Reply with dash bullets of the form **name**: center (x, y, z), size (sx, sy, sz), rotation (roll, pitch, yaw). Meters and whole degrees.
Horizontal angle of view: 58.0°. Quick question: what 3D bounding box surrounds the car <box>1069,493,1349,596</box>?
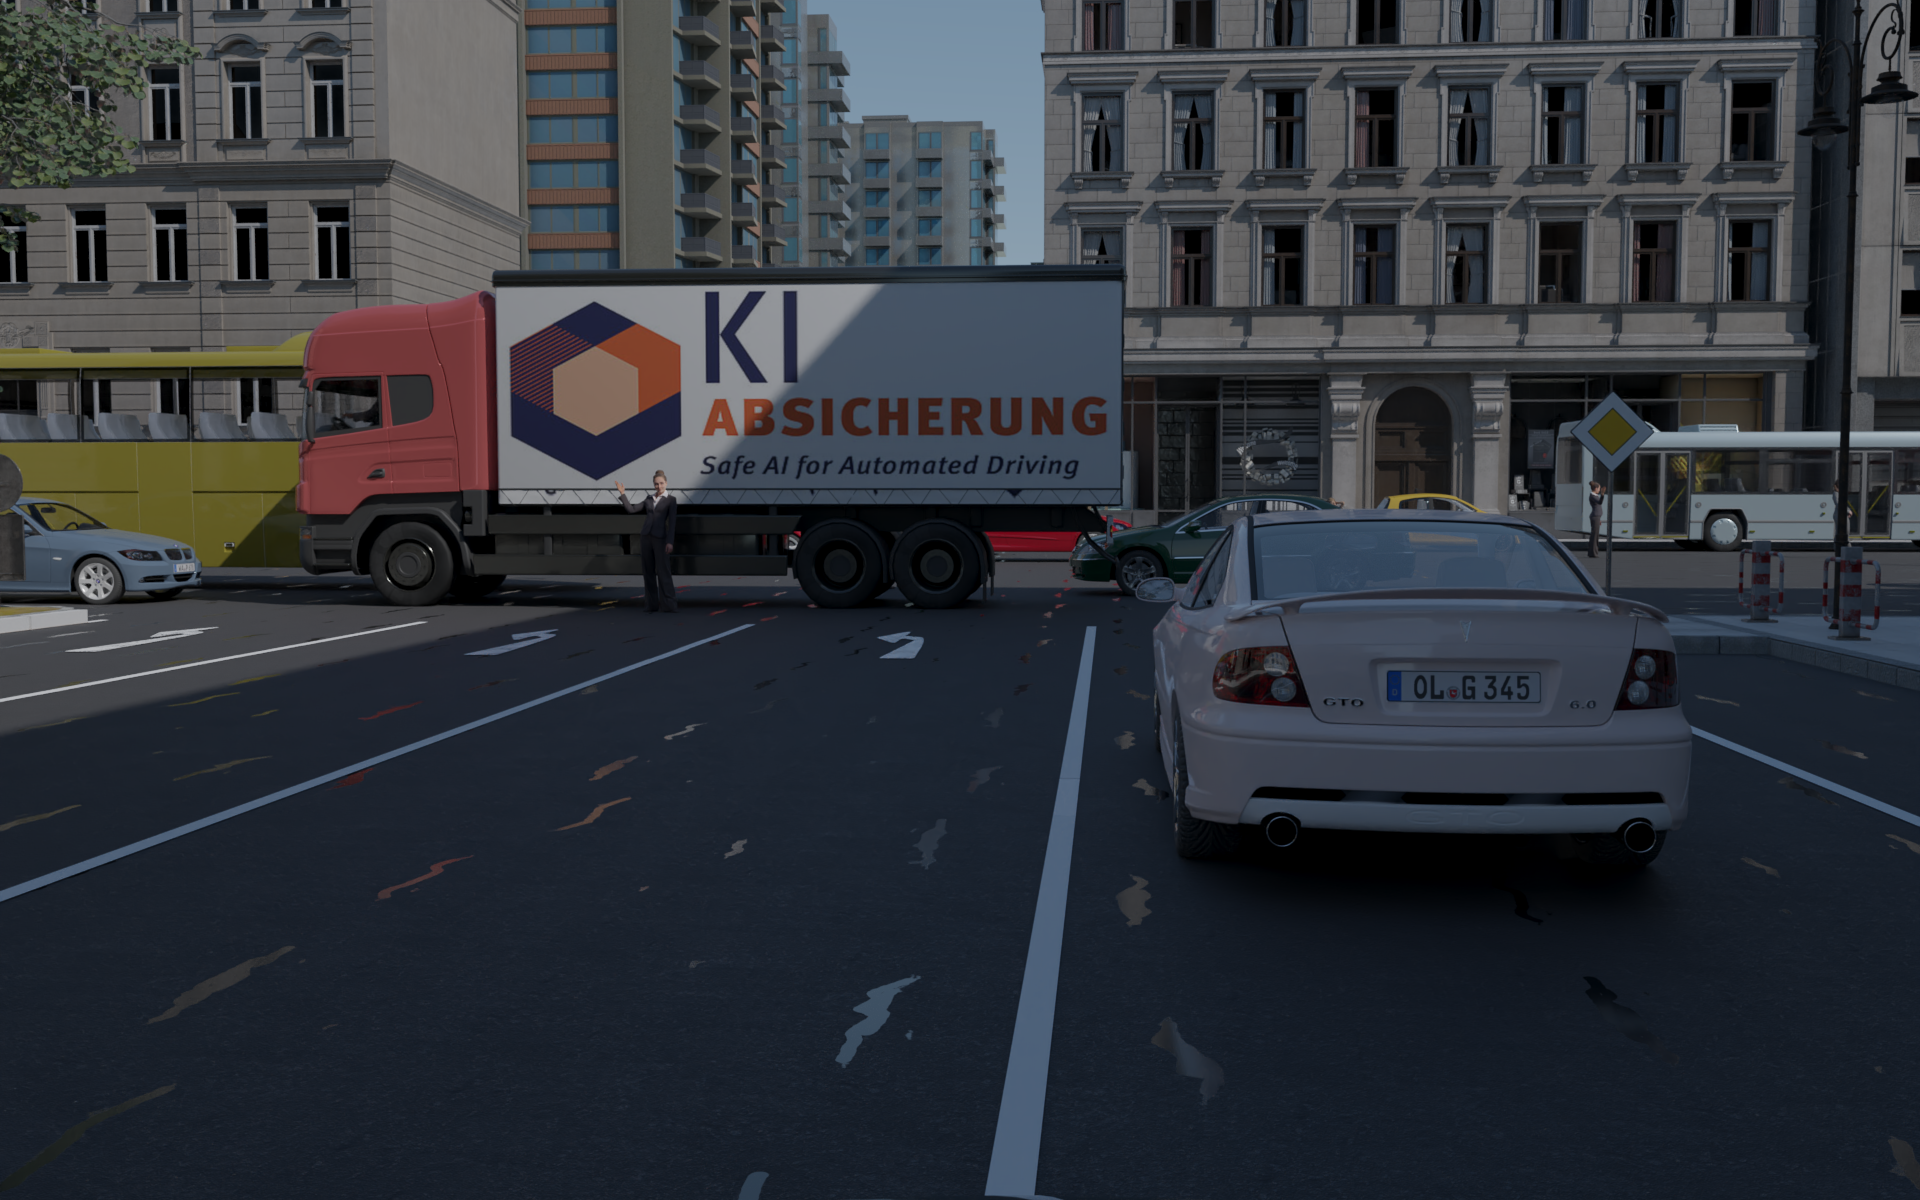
- **car**: center (4.031, -0.803, 24.924), size (4.920, 1.459, 2.131), rotation (0, 4, 6)

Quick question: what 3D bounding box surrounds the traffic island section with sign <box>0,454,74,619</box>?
- **traffic island section with sign**: center (-10.824, -0.649, 18.750), size (2.006, 1.907, 1.989), rotation (0, 4, 5)

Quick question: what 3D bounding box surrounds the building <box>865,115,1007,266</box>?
- **building**: center (-9.289, -36.829, 221.760), size (30.456, 49.044, 23.786), rotation (0, 4, 5)

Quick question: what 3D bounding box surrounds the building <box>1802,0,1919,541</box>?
- **building**: center (34.466, -14.298, 51.795), size (19.932, 24.808, 12.078), rotation (0, 4, 5)

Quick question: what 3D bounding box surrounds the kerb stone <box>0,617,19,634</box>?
- **kerb stone**: center (-9.876, 0.280, 17.690), size (0.120, 0.150, 1.000), rotation (0, 4, 5)

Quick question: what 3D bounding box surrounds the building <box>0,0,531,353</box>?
- **building**: center (-28.462, -15.938, 57.843), size (25.104, 27.353, 12.463), rotation (0, 4, 5)

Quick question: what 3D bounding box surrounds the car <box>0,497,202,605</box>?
- **car**: center (-12.563, -0.691, 23.298), size (4.499, 1.417, 2.014), rotation (0, 4, 5)

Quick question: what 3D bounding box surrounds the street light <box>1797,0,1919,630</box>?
- **street light**: center (8.347, -2.659, 16.268), size (0.468, 5.910, 1.993), rotation (0, 4, 5)

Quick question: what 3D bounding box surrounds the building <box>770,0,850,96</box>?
- **building**: center (-26.230, -33.408, 165.821), size (30.456, 49.044, 23.786), rotation (0, 4, 5)

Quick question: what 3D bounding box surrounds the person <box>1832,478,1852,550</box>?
- **person**: center (19.794, -1.830, 38.694), size (0.573, 1.790, 0.520), rotation (2, 4, 27)

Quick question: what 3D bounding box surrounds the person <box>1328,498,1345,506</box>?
- **person**: center (8.683, -1.685, 39.956), size (0.435, 1.345, 0.340), rotation (1, 4, 15)

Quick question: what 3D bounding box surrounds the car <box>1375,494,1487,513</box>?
- **car**: center (12.179, -2.031, 43.430), size (3.980, 1.641, 2.015), rotation (0, 4, 5)

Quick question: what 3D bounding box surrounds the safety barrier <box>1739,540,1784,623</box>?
- **safety barrier**: center (8.008, -0.186, 17.321), size (0.300, 0.817, 1.120), rotation (0, 4, 5)

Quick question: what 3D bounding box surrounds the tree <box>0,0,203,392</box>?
- **tree**: center (-11.199, -6.411, 13.931), size (9.857, 13.997, 8.962), rotation (0, 3, 0)

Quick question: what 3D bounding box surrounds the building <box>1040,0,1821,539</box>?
- **building**: center (4.073, -12.400, 53.652), size (40.483, 20.767, 10.553), rotation (0, 4, 5)

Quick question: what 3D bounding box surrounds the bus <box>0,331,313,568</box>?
- **bus**: center (-11.131, -2.162, 26.897), size (12.252, 3.916, 2.896), rotation (0, 4, 6)

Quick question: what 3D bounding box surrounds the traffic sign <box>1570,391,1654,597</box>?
- **traffic sign**: center (6.354, -0.814, 16.944), size (0.795, 2.450, 0.064), rotation (0, 4, 5)

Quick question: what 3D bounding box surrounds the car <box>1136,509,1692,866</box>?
- **car**: center (1.878, 0.260, 8.117), size (2.083, 1.381, 4.827), rotation (0, 4, 5)

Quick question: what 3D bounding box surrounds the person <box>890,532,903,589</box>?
- **person**: center (-0.965, -1.065, 26.307), size (0.661, 1.777, 0.834), rotation (3, 5, 43)

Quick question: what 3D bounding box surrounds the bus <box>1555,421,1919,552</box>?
- **bus**: center (22.123, -2.987, 43.693), size (13.247, 3.499, 2.948), rotation (0, 4, 4)

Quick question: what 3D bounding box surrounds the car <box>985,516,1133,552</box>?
- **car**: center (1.579, -1.718, 37.124), size (4.494, 1.783, 2.155), rotation (0, 4, 6)

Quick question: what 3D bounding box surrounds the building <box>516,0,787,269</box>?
- **building**: center (-25.203, -29.048, 129.566), size (22.147, 44.769, 28.867), rotation (0, 4, 5)

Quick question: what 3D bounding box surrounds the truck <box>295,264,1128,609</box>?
- **truck**: center (-3.496, -2.069, 22.749), size (11.283, 4.237, 2.839), rotation (0, 4, 4)

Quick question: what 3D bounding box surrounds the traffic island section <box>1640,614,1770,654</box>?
- **traffic island section**: center (6.378, 0.322, 17.019), size (2.009, 0.180, 2.903), rotation (0, 4, 5)

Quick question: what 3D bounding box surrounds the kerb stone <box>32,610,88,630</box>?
- **kerb stone**: center (-9.783, 0.212, 18.722), size (0.120, 0.150, 1.000), rotation (0, 4, 5)

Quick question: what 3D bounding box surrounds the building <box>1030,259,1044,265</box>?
- **building**: center (12.704, -27.143, 215.486), size (14.107, 30.474, 14.160), rotation (0, 4, 5)

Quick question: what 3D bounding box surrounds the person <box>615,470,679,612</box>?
- **person**: center (-3.784, -0.711, 20.931), size (0.742, 1.727, 0.445), rotation (-1, 4, -13)

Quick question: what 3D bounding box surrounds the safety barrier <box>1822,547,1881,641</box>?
- **safety barrier**: center (7.826, -0.058, 15.220), size (0.300, 0.817, 1.120), rotation (0, 4, 5)

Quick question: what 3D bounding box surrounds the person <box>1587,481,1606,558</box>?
- **person**: center (14.358, -1.809, 38.885), size (0.445, 1.727, 0.742), rotation (-1, 4, -15)

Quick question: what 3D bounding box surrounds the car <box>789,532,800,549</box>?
- **car**: center (-4.649, -1.577, 34.821), size (4.494, 1.783, 2.155), rotation (0, 4, 3)
